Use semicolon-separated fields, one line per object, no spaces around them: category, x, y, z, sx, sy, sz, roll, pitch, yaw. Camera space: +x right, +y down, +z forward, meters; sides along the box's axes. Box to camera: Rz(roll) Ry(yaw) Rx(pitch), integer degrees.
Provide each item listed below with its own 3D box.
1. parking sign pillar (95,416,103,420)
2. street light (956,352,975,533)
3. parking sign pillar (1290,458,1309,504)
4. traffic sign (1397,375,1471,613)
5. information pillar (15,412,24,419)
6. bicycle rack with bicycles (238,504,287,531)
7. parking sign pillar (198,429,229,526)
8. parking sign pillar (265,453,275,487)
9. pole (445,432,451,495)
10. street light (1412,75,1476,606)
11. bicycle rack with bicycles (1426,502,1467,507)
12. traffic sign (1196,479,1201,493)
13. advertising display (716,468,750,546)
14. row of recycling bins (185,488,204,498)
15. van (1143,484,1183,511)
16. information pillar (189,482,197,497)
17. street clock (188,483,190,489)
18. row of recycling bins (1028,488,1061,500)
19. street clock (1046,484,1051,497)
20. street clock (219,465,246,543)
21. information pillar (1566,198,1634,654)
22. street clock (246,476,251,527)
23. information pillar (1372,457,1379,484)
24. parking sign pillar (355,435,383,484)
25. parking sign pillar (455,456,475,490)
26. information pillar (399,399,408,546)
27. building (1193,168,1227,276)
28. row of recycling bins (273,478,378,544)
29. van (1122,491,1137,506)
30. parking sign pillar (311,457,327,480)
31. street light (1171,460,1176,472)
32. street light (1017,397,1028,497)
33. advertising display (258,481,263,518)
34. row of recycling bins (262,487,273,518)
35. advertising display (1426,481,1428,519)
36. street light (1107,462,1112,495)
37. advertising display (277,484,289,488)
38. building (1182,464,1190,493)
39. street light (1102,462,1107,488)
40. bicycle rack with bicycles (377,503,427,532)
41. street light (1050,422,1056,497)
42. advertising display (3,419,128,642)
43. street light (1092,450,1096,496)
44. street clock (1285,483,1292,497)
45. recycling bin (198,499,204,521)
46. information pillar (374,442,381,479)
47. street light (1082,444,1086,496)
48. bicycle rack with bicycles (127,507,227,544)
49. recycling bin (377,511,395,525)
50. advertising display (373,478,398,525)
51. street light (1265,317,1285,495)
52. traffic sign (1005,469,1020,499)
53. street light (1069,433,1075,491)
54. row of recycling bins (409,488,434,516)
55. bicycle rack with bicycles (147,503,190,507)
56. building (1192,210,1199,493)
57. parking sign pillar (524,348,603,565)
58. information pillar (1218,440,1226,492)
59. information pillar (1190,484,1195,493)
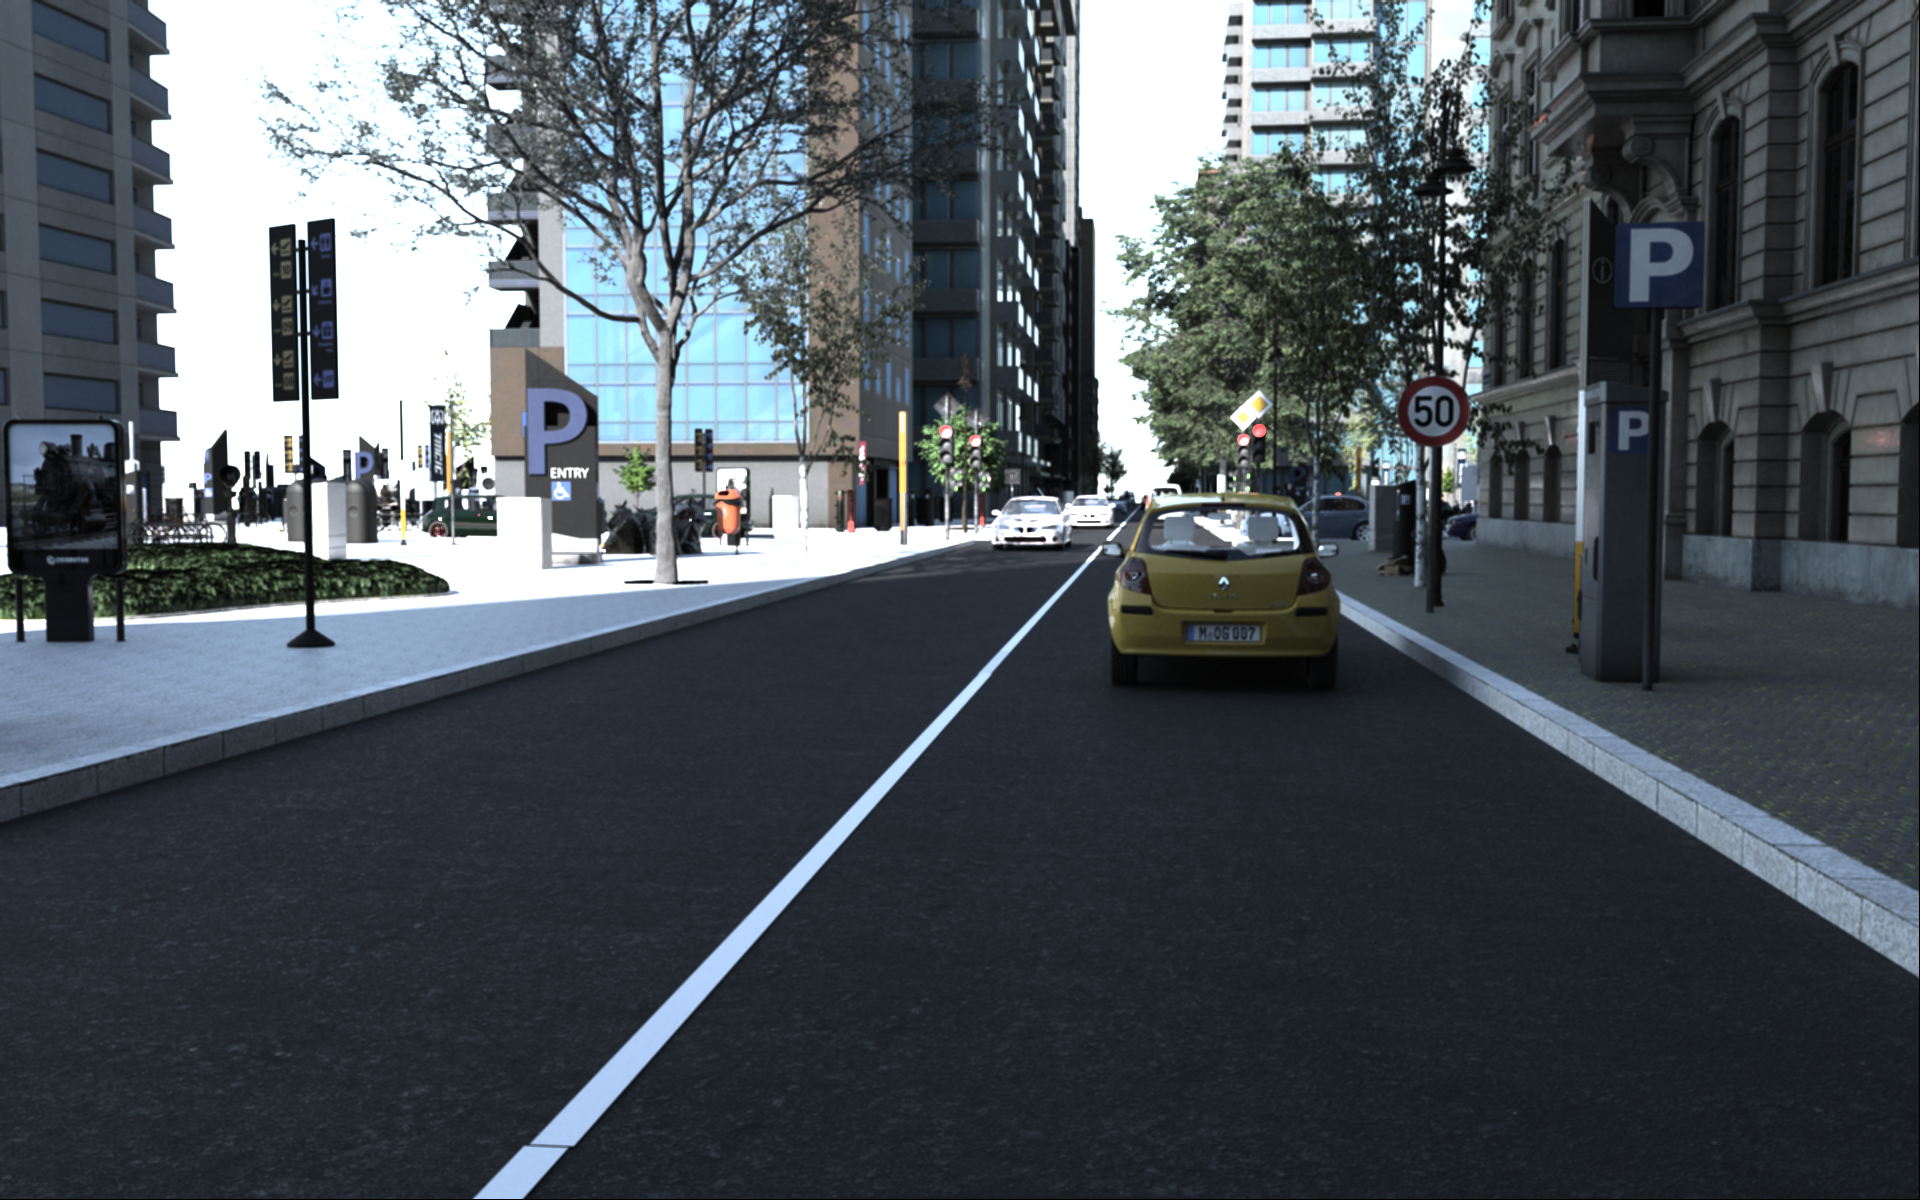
parking sign pillar;-30.183;-4.389;60.231;1.447;3.967;1.447;1;4;22
street light;0.185;-5.122;56.533;0.468;5.910;1.993;0;4;6
parking sign pillar;23.717;-8.107;121.018;1.447;3.967;1.447;3;5;39
traffic sign;5.092;-1.136;18.687;0.768;2.556;0.104;1;4;9
information pillar;-26.685;-3.551;49.407;0.504;3.616;0.183;1;4;16
bicycle rack with bicycles;-24.360;-2.967;61.894;2.852;0.926;2.925;0;4;-1
parking sign pillar;-30.554;-5.056;71.134;1.447;3.967;1.447;0;4;5
parking sign pillar;-45.273;-7.652;113.575;1.447;3.967;1.447;-2;4;-26
pole;-16.808;-3.869;57.098;0.158;3.312;0.155;0;3;0
street light;5.467;-2.870;19.708;0.468;5.910;1.993;0;4;6
bicycle rack with bicycles;21.575;-3.837;76.117;2.852;0.926;2.925;2;4;28
traffic sign;16.456;-7.121;118.552;0.606;2.300;0.079;0;4;7
advertising display;-5.586;-2.293;42.706;0.974;1.923;0.123;2;4;32
row of recycling bins;-54.399;-7.126;123.625;1.069;1.692;3.534;0;4;4
van;8.782;-4.091;73.907;2.013;2.044;4.112;1;4;8
information pillar;-46.594;-6.165;105.290;0.304;2.012;0.304;1;4;17
street clock;-51.441;-6.801;115.759;0.358;2.002;0.471;-2;4;-26
row of recycling bins;5.251;-6.862;119.307;3.534;1.692;1.069;1;4;19
street clock;6.321;-7.268;123.409;0.358;2.002;0.471;1;4;16
street clock;-18.030;-2.340;42.823;0.471;2.002;0.358;0;4;-8
information pillar;5.168;-1.380;13.913;0.504;3.616;0.183;-1;4;-22
street clock;-28.042;-3.885;68.087;0.358;2.002;0.471;-2;4;-31
information pillar;26.145;-7.193;108.961;0.504;3.616;0.183;3;5;43
parking sign pillar;-26.968;-5.540;79.059;1.447;3.967;1.447;2;4;23
parking sign pillar;-34.605;-8.117;121.184;1.447;3.967;1.447;-1;4;-8
information pillar;-13.887;-3.166;43.120;0.183;3.616;0.504;-1;4;-19
building;41.885;-35.056;227.789;22.147;44.769;28.867;0;4;6
row of recycling bins;-16.633;-2.364;45.762;3.534;1.692;1.069;3;4;39
van;19.903;-12.079;204.510;2.013;2.044;4.112;0;4;4
parking sign pillar;-42.878;-7.767;115.456;1.447;3.967;1.447;-3;5;-39
street light;29.255;-16.052;235.235;0.468;5.910;1.993;0;4;6
street light;2.975;-6.694;82.237;0.468;5.910;1.993;0;4;6
advertising display;-34.996;-4.982;86.674;0.123;1.923;0.974;-1;4;-19
row of recycling bins;-37.984;-5.456;96.311;1.069;1.692;3.534;0;4;-6
advertising display;23.797;-5.035;87.528;0.974;1.923;0.123;3;5;44
street light;20.481;-16.366;240.374;0.468;5.910;1.993;0;4;6
advertising display;-42.716;-6.386;109.622;0.974;1.923;0.123;0;4;-4
building;42.726;-31.091;280.030;14.160;30.474;14.107;0;4;6
street light;17.627;-14.795;214.677;0.468;5.910;1.993;0;4;6
bicycle rack with bicycles;-19.324;-2.796;59.091;2.925;0.926;2.852;0;4;5
street light;5.823;-8.308;108.629;0.468;5.910;1.993;0;4;6
advertising display;-7.748;-0.600;15.027;0.974;1.923;0.123;0;4;-3
street light;14.217;-12.883;183.416;0.468;5.910;1.993;0;4;6
street clock;21.507;-6.668;113.587;0.358;2.002;0.471;3;5;45
recycling bin;-35.125;-4.189;81.047;0.722;1.027;0.722;1;4;16
information pillar;-25.916;-5.242;77.067;0.183;3.616;0.504;0;4;5
street light;11.281;-11.311;157.728;0.468;5.910;1.993;0;4;6
bicycle rack with bicycles;-18.090;-1.573;39.096;2.925;0.926;2.852;-2;4;-25
recycling bin;-24.214;-3.691;72.903;0.722;1.027;0.722;-2;4;-30
advertising display;-23.732;-4.061;71.603;0.974;1.923;0.123;-2;4;-28
street light;8.260;-4.442;45.412;0.468;5.910;1.993;0;4;6
traffic sign;2.113;-4.164;70.219;0.606;2.300;0.079;1;4;10
street light;8.563;-9.739;132.017;0.468;5.910;1.993;0;4;6
row of recycling bins;-31.419;-5.750;101.128;1.069;1.692;3.534;-2;4;-31
bicycle rack with bicycles;-27.280;-2.794;59.059;2.852;0.926;2.925;2;4;26
building;40.413;-34.626;249.735;14.154;41.232;14.086;0;4;6
parking sign pillar;-7.372;-2.666;32.060;1.447;3.967;1.447;0;4;-5
information pillar;11.252;-5.084;74.486;0.183;3.616;0.504;3;5;40
information pillar;16.297;-7.144;121.289;0.304;2.012;0.304;1;4;11
